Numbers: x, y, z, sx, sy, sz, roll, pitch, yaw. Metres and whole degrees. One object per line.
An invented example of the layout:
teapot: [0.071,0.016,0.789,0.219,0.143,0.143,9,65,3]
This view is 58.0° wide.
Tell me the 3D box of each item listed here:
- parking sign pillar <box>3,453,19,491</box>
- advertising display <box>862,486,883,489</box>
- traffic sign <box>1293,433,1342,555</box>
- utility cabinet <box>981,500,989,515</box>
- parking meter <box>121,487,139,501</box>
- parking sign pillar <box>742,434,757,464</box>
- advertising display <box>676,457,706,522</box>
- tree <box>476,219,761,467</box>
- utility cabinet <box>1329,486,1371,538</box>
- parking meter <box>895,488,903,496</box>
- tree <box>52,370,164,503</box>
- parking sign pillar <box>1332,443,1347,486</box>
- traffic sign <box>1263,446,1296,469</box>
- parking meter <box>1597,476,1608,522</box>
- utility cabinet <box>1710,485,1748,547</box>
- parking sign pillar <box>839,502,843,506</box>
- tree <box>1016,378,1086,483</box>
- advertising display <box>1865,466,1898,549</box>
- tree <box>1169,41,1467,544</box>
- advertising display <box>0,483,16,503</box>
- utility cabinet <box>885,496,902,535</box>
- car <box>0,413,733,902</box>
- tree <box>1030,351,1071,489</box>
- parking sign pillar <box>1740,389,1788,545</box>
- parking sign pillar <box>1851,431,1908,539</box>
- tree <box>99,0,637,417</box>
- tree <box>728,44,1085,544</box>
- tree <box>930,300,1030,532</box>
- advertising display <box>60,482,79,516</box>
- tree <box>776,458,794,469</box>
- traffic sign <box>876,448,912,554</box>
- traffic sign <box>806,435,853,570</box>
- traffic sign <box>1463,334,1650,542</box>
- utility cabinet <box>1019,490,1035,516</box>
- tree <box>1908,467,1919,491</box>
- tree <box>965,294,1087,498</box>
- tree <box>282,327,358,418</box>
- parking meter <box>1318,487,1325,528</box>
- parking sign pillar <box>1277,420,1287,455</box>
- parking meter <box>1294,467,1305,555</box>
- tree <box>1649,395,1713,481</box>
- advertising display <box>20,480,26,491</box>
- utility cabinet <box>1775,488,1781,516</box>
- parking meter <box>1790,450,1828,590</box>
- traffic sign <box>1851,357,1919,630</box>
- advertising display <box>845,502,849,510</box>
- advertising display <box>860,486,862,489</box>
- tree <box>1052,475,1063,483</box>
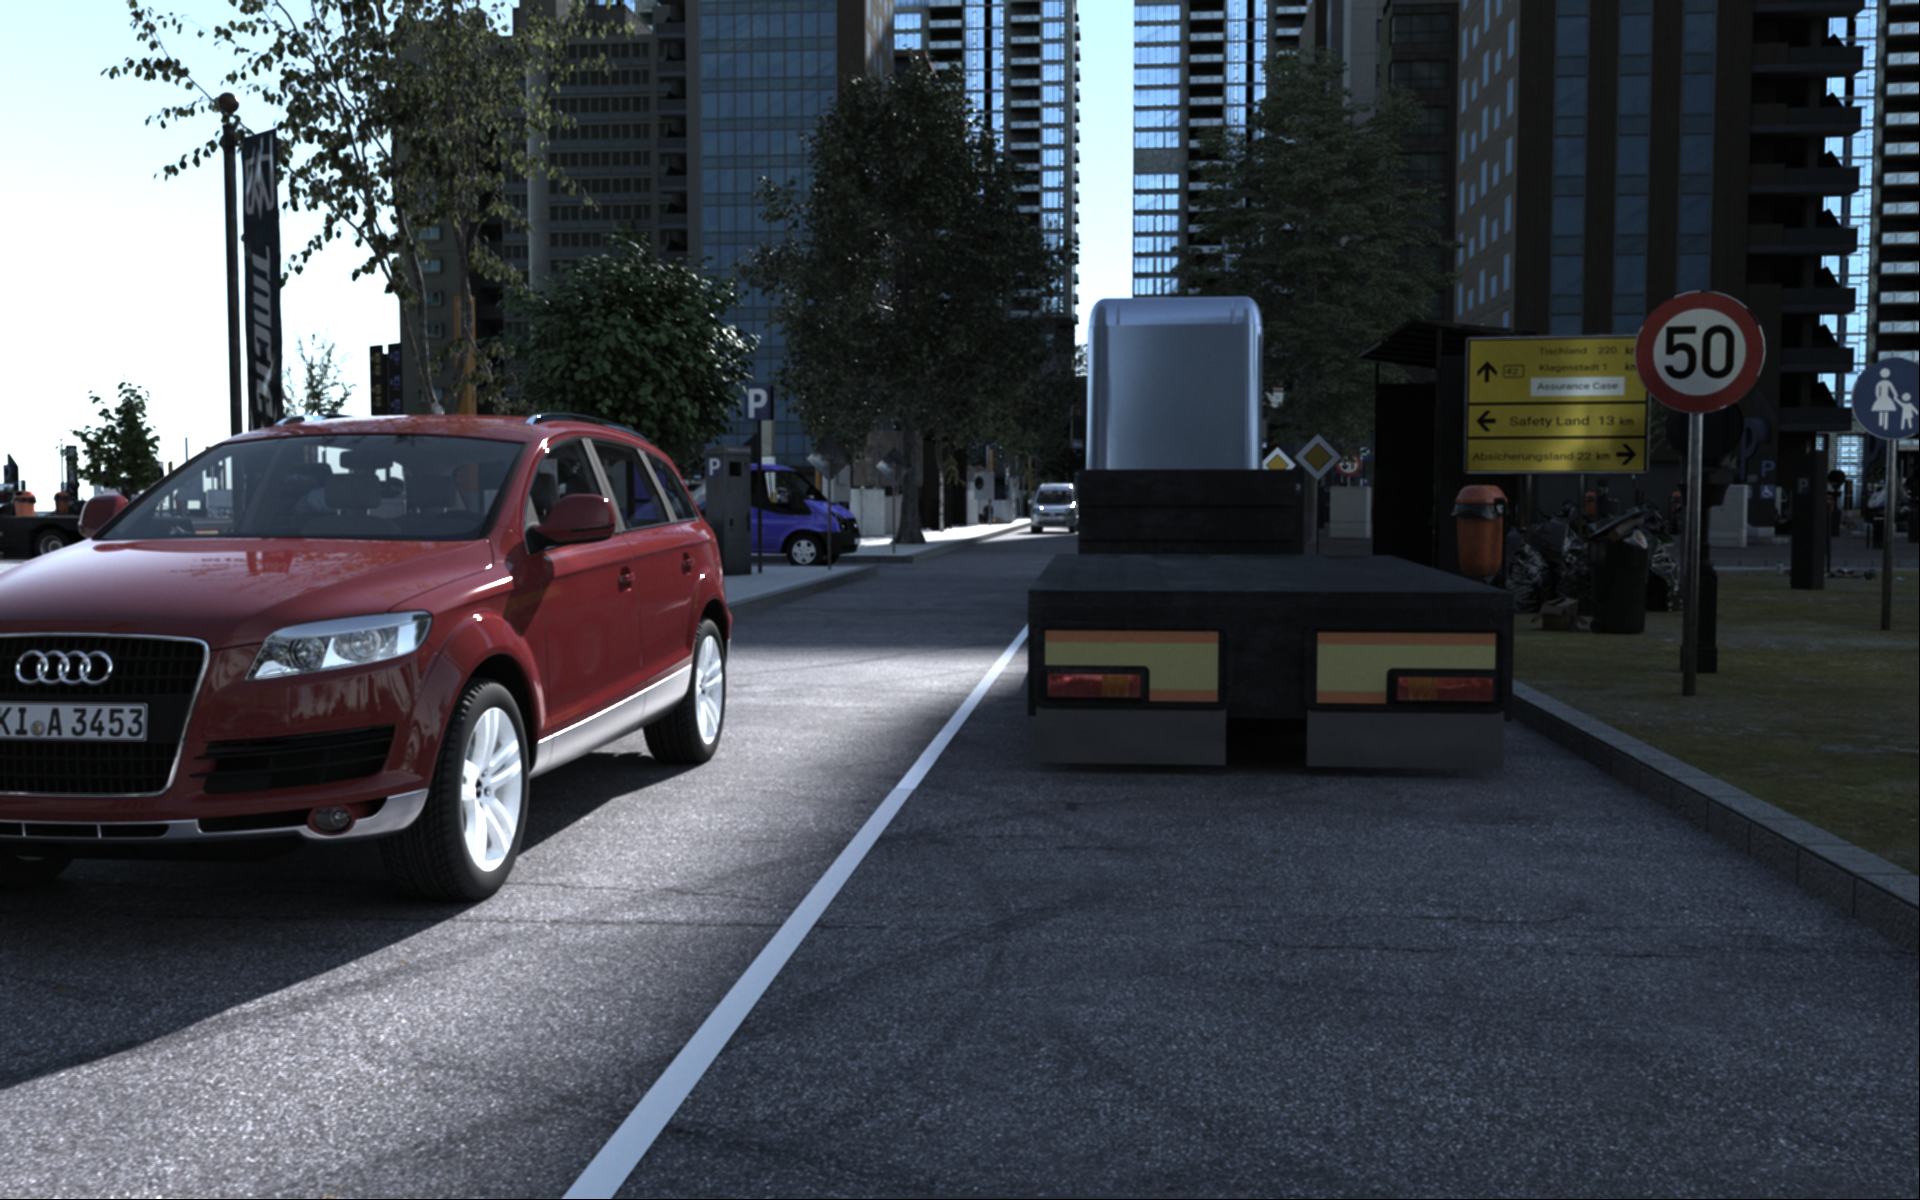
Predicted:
parking sign pillar: [-62.389,-7.672,113.915,1.447,3.967,1.447,3,4,38]
advertising display: [-4.400,-5.064,88.013,0.974,1.923,0.123,1,4,22]
traffic sign: [5.888,-1.524,28.562,0.795,2.450,0.064,0,4,6]
utility cabinet: [1.129,-4.406,83.195,1.020,1.237,0.306,0,4,6]
parking meter: [-18.812,-1.888,39.283,0.372,1.533,0.369,0,3,0]
parking sign pillar: [-9.677,-5.505,78.475,1.447,3.967,1.447,2,4,29]
advertising display: [-4.587,-1.507,29.857,0.974,1.923,0.123,1,4,10]
tree: [-4.080,-2.271,20.846,4.285,4.588,4.351,0,3,0]
utility cabinet: [11.250,-2.521,49.894,1.173,1.500,0.318,3,5,42]
parking meter: [-2.712,-4.216,77.342,0.372,1.533,0.369,0,3,0]
tree: [-13.005,-1.993,27.193,1.663,3.219,1.824,0,3,0]
parking sign pillar: [19.548,-6.150,89.032,1.447,3.967,1.447,0,4,-5]
traffic sign: [6.678,-2.010,36.508,0.795,2.450,0.064,0,4,6]
parking meter: [21.022,-3.117,56.674,0.255,1.863,0.399,3,4,37]
utility cabinet: [18.150,-2.001,41.396,1.173,1.500,0.318,3,5,41]
parking sign pillar: [-6.709,-6.331,91.979,1.447,3.967,1.447,2,4,27]
tree: [7.406,-12.207,134.002,8.767,10.594,7.601,3,5,44]
advertising display: [21.537,-2.159,40.512,0.123,1.923,0.974,0,4,-7]
tree: [8.994,-7.735,44.587,7.486,12.596,7.792,0,3,0]
advertising display: [-56.470,-5.959,102.648,0.974,1.923,0.123,0,4,-1]
utility cabinet: [-2.111,-2.685,55.063,1.020,1.237,0.306,-1,4,-22]
car: [-2.478,0.050,7.857,2.281,1.827,5.304,0,4,6]
tree: [2.519,-8.072,82.331,4.737,8.622,4.395,0,3,0]
parking sign pillar: [20.254,-3.391,43.911,1.447,3.967,1.447,0,4,6]
parking sign pillar: [26.469,-3.748,49.759,1.447,3.967,1.447,0,4,8]
tree: [-4.566,-3.921,14.474,4.360,8.622,3.978,0,3,0]
tree: [-1.315,-7.814,44.769,9.611,12.733,9.660,0,3,0]
tree: [-0.376,-6.609,58.419,4.737,8.622,4.395,0,3,0]
advertising display: [-48.289,-5.426,93.928,0.974,1.923,0.123,0,4,7]
tree: [-9.580,-6.046,93.457,1.663,3.219,1.824,0,3,0]
traffic sign: [-1.424,-2.061,37.332,0.795,2.450,0.064,0,4,6]
traffic sign: [-2.214,-1.575,29.386,0.795,2.450,0.064,0,4,6]
traffic sign: [7.649,-1.737,22.267,2.265,3.308,0.079,1,4,12]
utility cabinet: [3.905,-5.707,101.989,1.173,1.500,0.318,-3,5,-43]
tree: [36.185,-4.270,64.408,1.663,3.219,1.824,0,3,0]
tree: [4.764,-11.918,105.230,12.009,13.543,11.850,0,3,0]
tree: [-28.526,-7.673,75.812,4.737,8.622,4.395,0,3,0]
parking meter: [13.441,-3.447,64.775,0.372,1.533,0.369,0,3,0]
parking sign pillar: [11.402,-4.577,63.302,1.447,3.967,1.447,-1,4,-22]
parking meter: [6.989,-1.862,36.162,0.399,1.863,0.255,0,4,6]
tree: [27.615,-7.087,66.235,4.737,8.622,4.395,0,3,0]
advertising display: [-42.647,-4.505,78.870,0.123,1.923,0.974,-2,4,-34]
utility cabinet: [27.240,-3.070,58.865,1.173,1.500,0.318,0,4,0]
parking meter: [11.439,-1.078,23.344,0.255,1.863,0.399,-1,4,-20]
traffic sign: [8.732,-0.988,16.263,0.768,2.556,0.104,1,4,9]
advertising display: [-6.712,-5.994,103.220,0.123,1.923,0.974,-1,4,-10]
advertising display: [-5.066,-5.288,91.680,0.123,1.923,0.974,-1,4,-22]
tree: [8.733,-9.698,153.171,1.663,3.219,1.824,0,3,0]
